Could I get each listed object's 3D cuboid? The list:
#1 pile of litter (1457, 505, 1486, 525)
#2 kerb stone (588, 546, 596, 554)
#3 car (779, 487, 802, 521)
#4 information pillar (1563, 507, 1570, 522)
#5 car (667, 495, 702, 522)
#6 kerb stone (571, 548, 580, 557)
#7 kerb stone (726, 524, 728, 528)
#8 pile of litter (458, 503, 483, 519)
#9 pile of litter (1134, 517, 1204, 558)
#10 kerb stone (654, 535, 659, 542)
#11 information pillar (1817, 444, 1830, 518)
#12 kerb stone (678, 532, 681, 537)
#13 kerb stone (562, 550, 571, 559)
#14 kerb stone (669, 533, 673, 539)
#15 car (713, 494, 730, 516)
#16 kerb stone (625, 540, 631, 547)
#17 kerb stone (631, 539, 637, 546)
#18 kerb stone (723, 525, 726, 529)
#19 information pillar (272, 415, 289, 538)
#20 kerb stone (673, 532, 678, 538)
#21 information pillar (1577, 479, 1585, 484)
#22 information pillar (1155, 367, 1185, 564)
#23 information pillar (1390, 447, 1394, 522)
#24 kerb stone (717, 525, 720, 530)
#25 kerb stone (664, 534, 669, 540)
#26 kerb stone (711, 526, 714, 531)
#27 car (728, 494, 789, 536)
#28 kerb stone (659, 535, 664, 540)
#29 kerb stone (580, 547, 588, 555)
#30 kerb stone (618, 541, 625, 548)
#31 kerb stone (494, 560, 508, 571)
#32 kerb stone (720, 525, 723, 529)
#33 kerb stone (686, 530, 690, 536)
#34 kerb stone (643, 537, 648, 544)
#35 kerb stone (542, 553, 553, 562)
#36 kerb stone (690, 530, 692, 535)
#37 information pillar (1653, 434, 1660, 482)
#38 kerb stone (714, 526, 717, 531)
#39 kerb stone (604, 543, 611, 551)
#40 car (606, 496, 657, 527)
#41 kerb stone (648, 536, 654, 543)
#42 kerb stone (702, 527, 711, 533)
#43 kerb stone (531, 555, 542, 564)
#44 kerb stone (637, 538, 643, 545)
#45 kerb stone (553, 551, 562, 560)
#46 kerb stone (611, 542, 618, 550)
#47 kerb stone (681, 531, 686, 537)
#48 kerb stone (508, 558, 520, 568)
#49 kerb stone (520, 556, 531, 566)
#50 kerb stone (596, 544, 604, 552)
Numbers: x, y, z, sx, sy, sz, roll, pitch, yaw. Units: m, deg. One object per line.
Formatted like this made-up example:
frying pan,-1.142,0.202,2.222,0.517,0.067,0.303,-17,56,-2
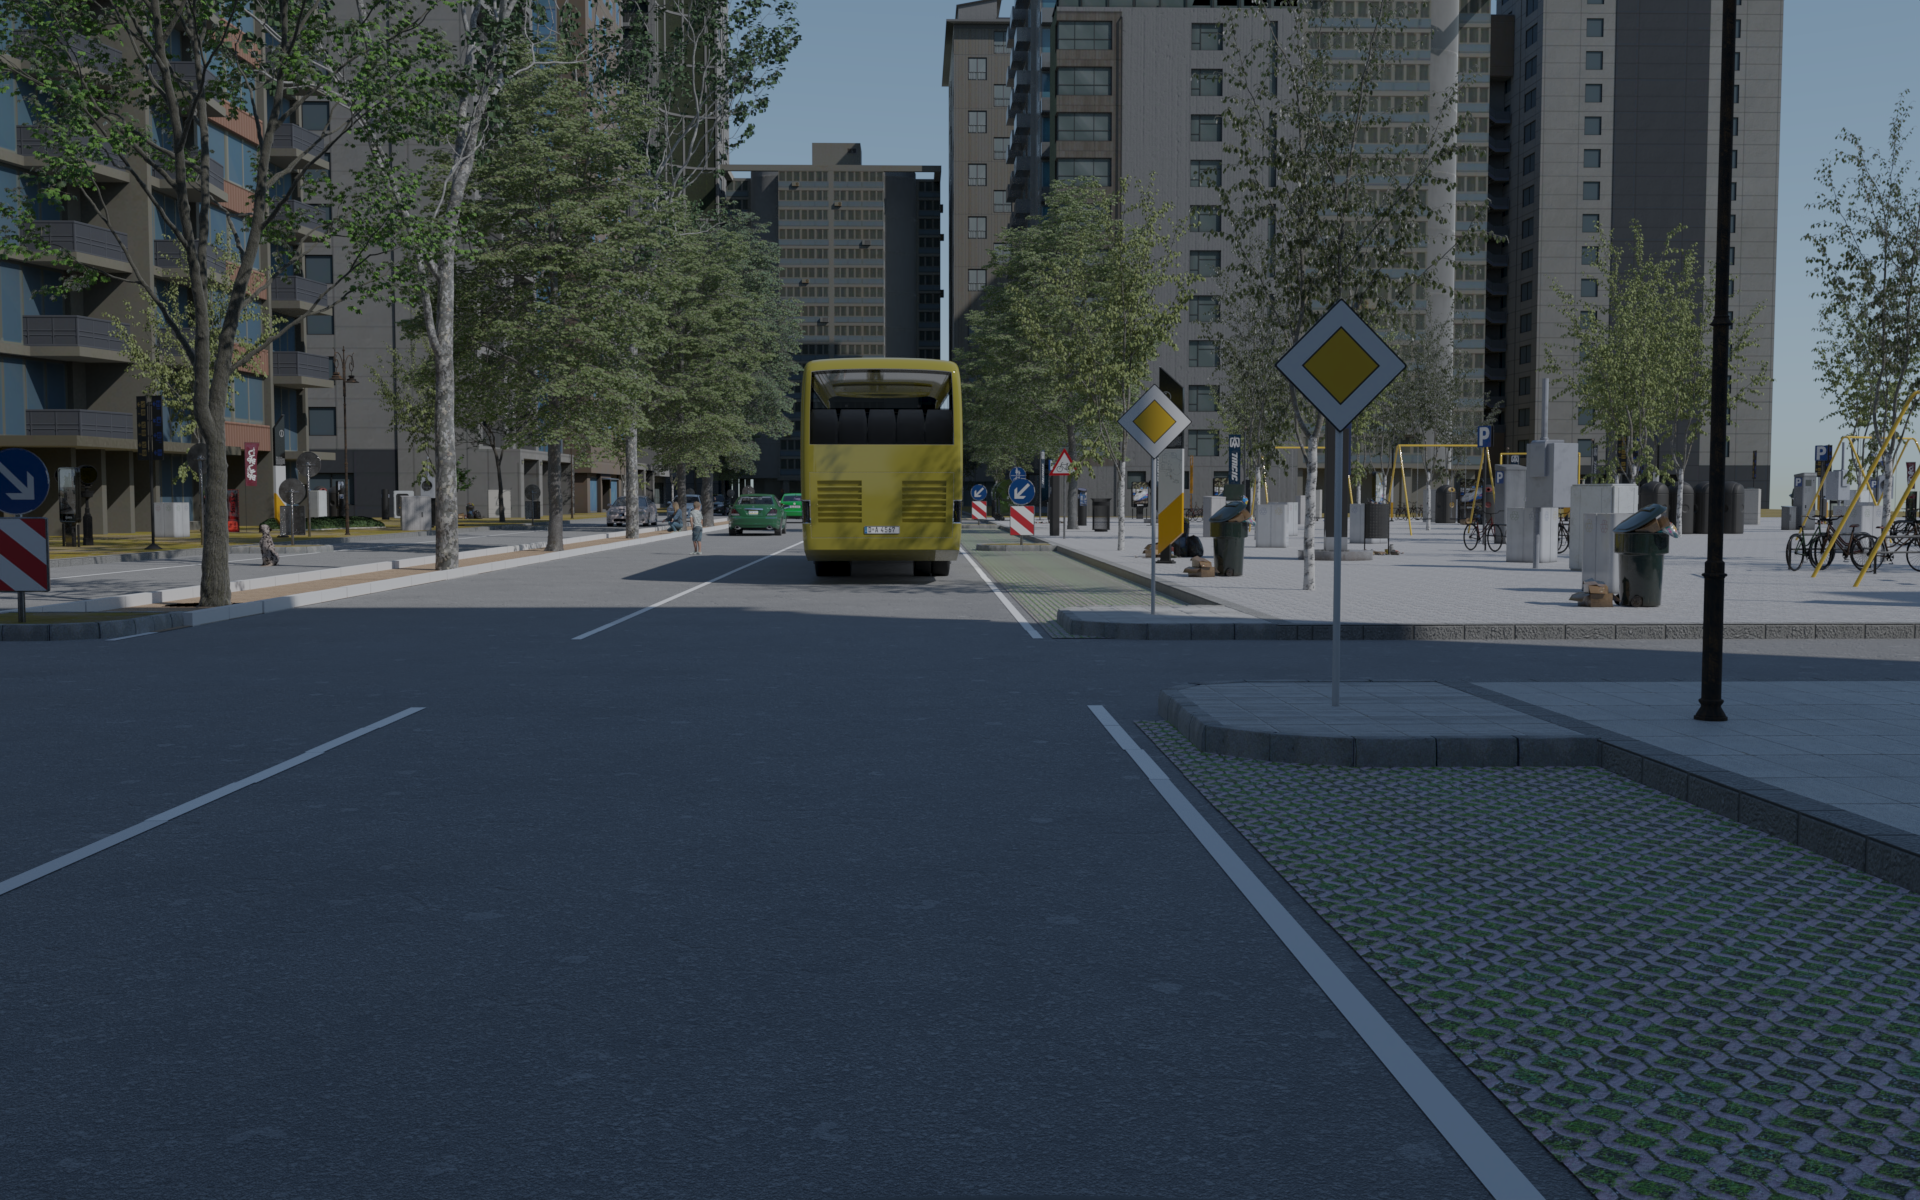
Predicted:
pile of litter,21.287,-3.563,72.219,1.719,0.858,1.176,-2,4,-35
kerb stone,-8.986,-1.196,41.762,0.120,0.150,1.000,0,4,-2
car,-8.130,-4.751,86.470,1.959,1.807,4.718,0,4,-2
information pillar,28.304,-5.455,80.539,0.183,3.616,0.504,-2,4,-32
car,-14.318,-4.833,91.016,2.014,1.417,4.499,0,4,-2
kerb stone,-8.928,-1.072,39.718,0.120,0.150,1.000,0,4,-2
kerb stone,-9.786,-3.016,71.513,0.120,0.150,1.000,0,4,-2
pile of litter,-25.278,-4.577,88.807,1.719,0.858,1.176,-2,4,-30
pile of litter,4.243,-1.298,35.180,1.719,0.858,1.176,-2,4,-25
kerb stone,-9.260,-1.825,52.039,0.120,0.150,1.000,0,4,-2
information pillar,40.474,-5.494,81.182,0.183,3.616,0.504,-3,4,-36
kerb stone,-9.405,-2.139,57.172,0.120,0.150,1.000,0,4,-2
kerb stone,-8.898,-1.009,38.696,0.120,0.150,1.000,0,4,-2
kerb stone,-9.339,-2.014,55.123,0.120,0.150,1.000,0,4,-2
car,-16.351,-6.473,115.615,2.009,1.686,4.222,0,4,-1
kerb stone,-9.124,-1.511,46.901,0.120,0.150,1.000,0,4,-2
kerb stone,-9.150,-1.571,47.934,0.120,0.150,1.000,0,4,-2
kerb stone,-9.761,-2.953,70.484,0.120,0.150,1.000,0,4,-2
information pillar,-20.056,-3.652,51.072,0.183,3.616,0.504,1,4,13
kerb stone,-9.369,-2.075,56.149,0.120,0.150,1.000,0,4,-2
information pillar,29.880,-4.827,83.418,0.304,2.012,0.304,2,4,33
information pillar,3.866,-2.474,31.806,0.504,3.616,0.183,2,4,29
information pillar,20.139,-5.465,80.704,0.183,3.616,0.504,1,4,11
kerb stone,-9.701,-2.828,68.440,0.120,0.150,1.000,0,4,-2
kerb stone,-9.312,-1.950,54.095,0.120,0.150,1.000,0,4,-2
kerb stone,-9.650,-2.700,66.384,0.120,0.150,1.000,0,4,-2
car,-7.104,-3.006,60.950,2.131,1.459,4.920,0,4,-3
kerb stone,-9.294,-1.888,53.069,0.120,0.150,1.000,0,4,-2
kerb stone,-8.961,-1.134,40.740,0.120,0.150,1.000,0,4,-2
kerb stone,-9.095,-1.448,45.869,0.120,0.150,1.000,0,4,-2
kerb stone,-8.733,-0.634,32.559,0.120,0.150,1.000,0,4,-2
kerb stone,-9.732,-2.891,69.462,0.120,0.150,1.000,0,4,-2
kerb stone,-9.455,-2.264,59.218,0.120,0.150,1.000,0,4,-2
kerb stone,-9.202,-1.700,49.991,0.120,0.150,1.000,0,4,-2
kerb stone,-8.842,-0.877,36.653,0.120,0.150,1.000,0,4,-2
kerb stone,-9.479,-2.324,60.252,0.120,0.150,1.000,0,4,-2
information pillar,26.856,-4.617,66.845,0.183,3.616,0.504,0,4,6
kerb stone,-9.680,-2.766,67.414,0.120,0.150,1.000,0,4,-2
kerb stone,-9.041,-1.322,43.819,0.120,0.150,1.000,0,4,-2
car,-14.708,-4.002,77.802,2.083,1.381,4.827,0,4,-3
kerb stone,-9.236,-1.754,51.015,0.120,0.150,1.000,0,4,-2
kerb stone,-9.626,-2.636,65.362,0.120,0.150,1.000,0,4,-2
kerb stone,-8.817,-0.818,35.631,0.120,0.150,1.000,0,4,-2
kerb stone,-9.177,-1.632,48.956,0.120,0.150,1.000,0,4,-2
kerb stone,-8.875,-0.946,37.675,0.120,0.150,1.000,0,4,-2
kerb stone,-9.067,-1.380,44.841,0.120,0.150,1.000,0,4,-2
kerb stone,-9.426,-2.202,58.195,0.120,0.150,1.000,0,4,-2
kerb stone,-8.759,-0.697,33.587,0.120,0.150,1.000,0,4,-2
kerb stone,-8.790,-0.757,34.609,0.120,0.150,1.000,0,4,-2
kerb stone,-9.017,-1.260,42.797,0.120,0.150,1.000,0,4,-2
